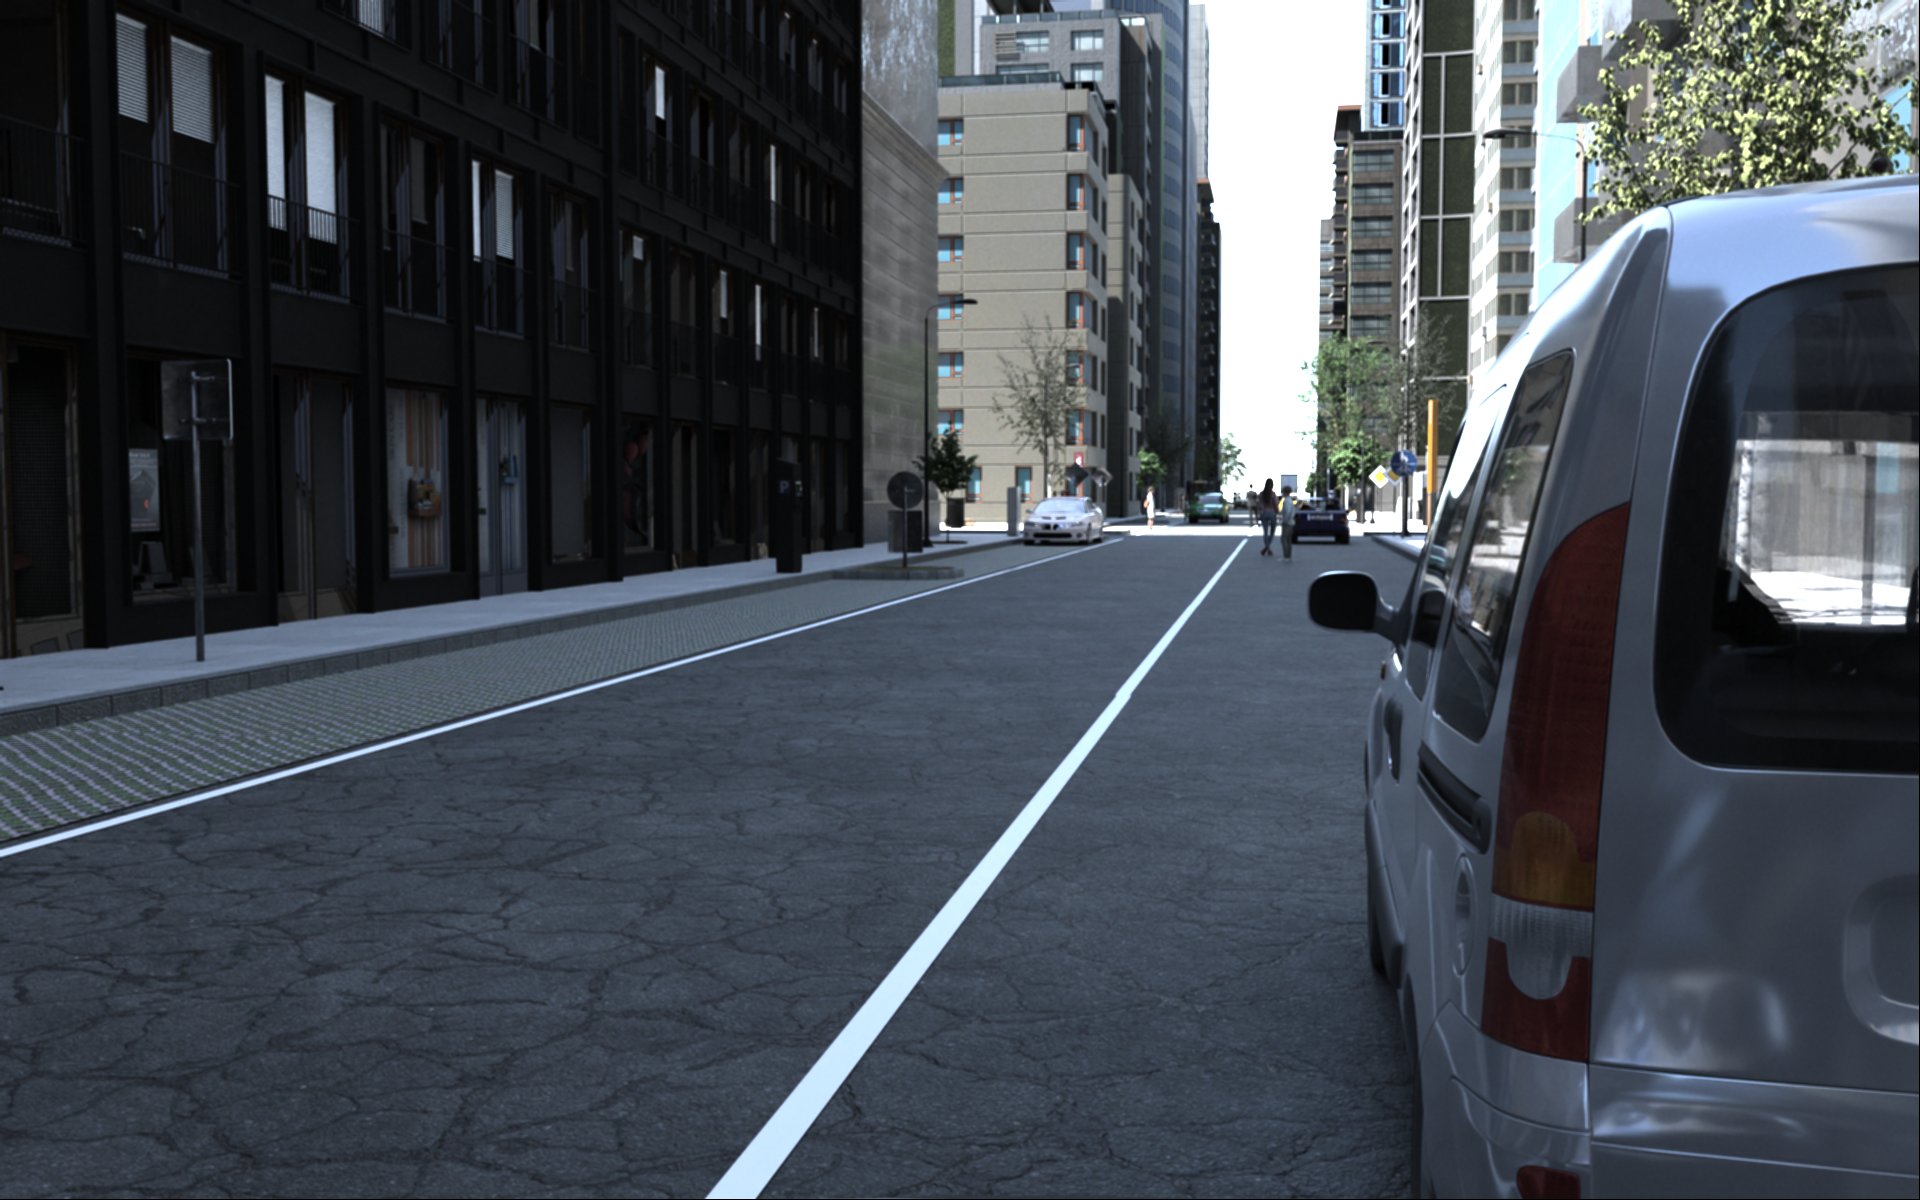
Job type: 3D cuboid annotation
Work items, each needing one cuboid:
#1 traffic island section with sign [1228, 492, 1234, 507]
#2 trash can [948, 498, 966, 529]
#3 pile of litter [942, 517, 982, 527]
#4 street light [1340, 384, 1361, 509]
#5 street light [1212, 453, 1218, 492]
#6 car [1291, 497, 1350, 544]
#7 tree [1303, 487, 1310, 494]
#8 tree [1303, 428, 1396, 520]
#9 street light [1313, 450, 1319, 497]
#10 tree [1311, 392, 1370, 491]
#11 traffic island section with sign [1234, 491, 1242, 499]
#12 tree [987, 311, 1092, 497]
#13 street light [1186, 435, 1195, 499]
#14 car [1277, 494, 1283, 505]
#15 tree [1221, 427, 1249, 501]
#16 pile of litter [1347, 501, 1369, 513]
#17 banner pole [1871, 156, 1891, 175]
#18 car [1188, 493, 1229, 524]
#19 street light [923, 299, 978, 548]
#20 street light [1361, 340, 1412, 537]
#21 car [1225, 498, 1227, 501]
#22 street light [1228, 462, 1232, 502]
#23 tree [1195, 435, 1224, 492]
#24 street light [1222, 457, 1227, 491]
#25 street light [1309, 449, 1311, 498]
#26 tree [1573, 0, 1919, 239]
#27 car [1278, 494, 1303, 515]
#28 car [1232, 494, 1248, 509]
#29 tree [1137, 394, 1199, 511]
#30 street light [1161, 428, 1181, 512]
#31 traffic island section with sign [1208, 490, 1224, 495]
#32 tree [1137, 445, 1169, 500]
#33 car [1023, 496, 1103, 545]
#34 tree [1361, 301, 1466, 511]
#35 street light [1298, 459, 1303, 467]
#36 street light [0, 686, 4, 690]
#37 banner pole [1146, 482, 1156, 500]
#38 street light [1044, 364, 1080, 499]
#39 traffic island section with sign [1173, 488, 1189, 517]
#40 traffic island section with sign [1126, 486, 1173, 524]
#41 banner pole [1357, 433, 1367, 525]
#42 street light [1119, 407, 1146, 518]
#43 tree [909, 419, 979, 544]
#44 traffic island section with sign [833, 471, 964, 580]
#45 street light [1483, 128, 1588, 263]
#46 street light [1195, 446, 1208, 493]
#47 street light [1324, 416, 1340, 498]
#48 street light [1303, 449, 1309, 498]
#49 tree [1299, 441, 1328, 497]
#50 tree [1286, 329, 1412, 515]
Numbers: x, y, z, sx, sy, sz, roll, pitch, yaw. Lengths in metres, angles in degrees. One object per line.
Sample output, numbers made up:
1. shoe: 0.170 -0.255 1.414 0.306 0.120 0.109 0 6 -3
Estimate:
1. traffic island section with sign: 28.223 -10.889 186.666 1.989 1.847 2.006 1 4 10
2. trash can: -0.149 -3.234 64.537 0.748 1.137 0.748 0 3 0
3. pile of litter: 0.093 -3.294 67.821 1.719 0.858 1.176 -1 4 -12
4. street light: 16.954 -6.166 73.352 1.470 5.913 1.316 1 4 10
5. street light: 28.934 -13.804 198.235 1.470 5.913 1.316 1 4 10
6. car: 10.524 -2.354 51.066 1.945 1.354 3.894 1 4 9
7. tree: 53.063 -16.487 264.167 1.663 3.219 1.824 0 3 0
8. tree: 19.848 -6.249 85.882 4.285 4.588 4.351 0 3 0
9. street light: 28.119 -9.840 133.427 1.470 5.913 1.316 1 4 10
10. tree: 27.208 -10.635 124.238 4.737 8.622 4.395 0 3 0
11. traffic island section with sign: 38.353 -14.224 241.181 1.989 1.847 2.006 1 4 10
12. tree: 3.407 -7.237 68.690 4.360 8.622 3.978 0 3 0
13. street light: 17.649 -10.083 137.402 1.470 5.913 1.316 1 4 10
14. car: 26.955 -8.198 143.823 2.009 1.686 4.222 1 4 11
15. tree: 45.189 -22.928 292.994 7.486 12.596 7.792 0 3 0
16. pile of litter: 27.294 -6.430 119.103 1.719 0.858 1.176 1 4 17
17. banner pole: 6.831 -1.417 13.178 0.401 3.779 0.863 0 4 1
18. car: 12.339 -4.710 85.807 1.959 1.807 4.718 1 4 12
19. street light: -0.275 -4.215 41.462 1.470 5.913 1.316 1 4 10
20. street light: 12.950 -4.877 52.281 1.470 5.913 1.316 1 4 10
21. car: 24.374 -9.482 164.813 2.009 1.686 4.222 1 4 11
22. street light: 38.346 -16.921 249.204 1.470 5.913 1.316 1 4 10
23. tree: 29.862 -15.911 210.508 4.737 8.622 4.395 0 3 0
24. street light: 32.797 -15.084 219.160 1.470 5.913 1.316 1 4 10
25. street light: 30.822 -10.738 148.106 1.470 5.913 1.316 1 4 10
26. tree: 8.165 -4.125 17.805 4.737 8.622 4.395 0 3 0
27. car: 22.412 -6.512 116.702 2.015 1.641 3.980 1 4 9
28. car: 27.010 -9.486 165.327 2.015 1.641 3.980 1 4 9
29. tree: 15.700 -11.120 132.177 4.360 8.622 3.978 0 3 0
30. street light: 14.858 -9.153 122.199 1.470 5.913 1.316 1 4 10
31. traffic island section with sign: 23.245 -9.252 159.898 1.989 1.847 2.006 1 4 10
32. tree: 12.232 -8.087 115.928 4.285 4.588 4.351 0 3 0
33. car: 3.005 -2.285 49.728 2.083 1.381 4.827 1 4 12
34. tree: 17.373 -7.139 67.078 4.360 8.622 3.978 0 3 0
35. street light: 45.837 -15.701 229.258 1.470 5.913 1.316 1 4 10
36. street light: -5.916 -2.354 11.034 1.470 5.913 1.316 1 4 10
37. banner pole: 13.555 -8.156 123.365 0.863 3.779 0.401 0 3 0
38. street light: 3.600 -5.480 62.140 1.470 5.913 1.316 1 4 10
39. traffic island section with sign: 14.103 -6.247 110.770 1.989 1.847 2.006 1 4 10
40. traffic island section with sign: 9.134 -4.612 84.039 1.989 1.847 2.006 1 4 10
41. banner pole: 16.704 -5.007 71.879 0.401 3.779 0.863 1 4 9
42. street light: 9.163 -7.317 92.182 1.470 5.913 1.316 1 4 10
43. tree: -0.213 -3.083 45.005 1.663 3.219 1.824 0 3 0
44. traffic island section with sign: -0.991 -1.284 29.620 1.989 1.847 2.006 1 4 10
45. street light: 7.338 -3.028 22.054 1.470 5.913 1.316 1 4 10
46. street light: 23.298 -11.964 168.156 1.470 5.913 1.316 1 4 10
47. street light: 22.430 -8.004 103.409 1.470 5.913 1.316 1 4 10
48. street light: 36.517 -12.637 179.148 1.470 5.913 1.316 1 4 10
49. tree: 44.934 -16.432 219.018 4.360 8.622 3.978 0 3 0
50. tree: 24.094 -11.153 108.111 9.928 11.665 9.643 0 3 0
